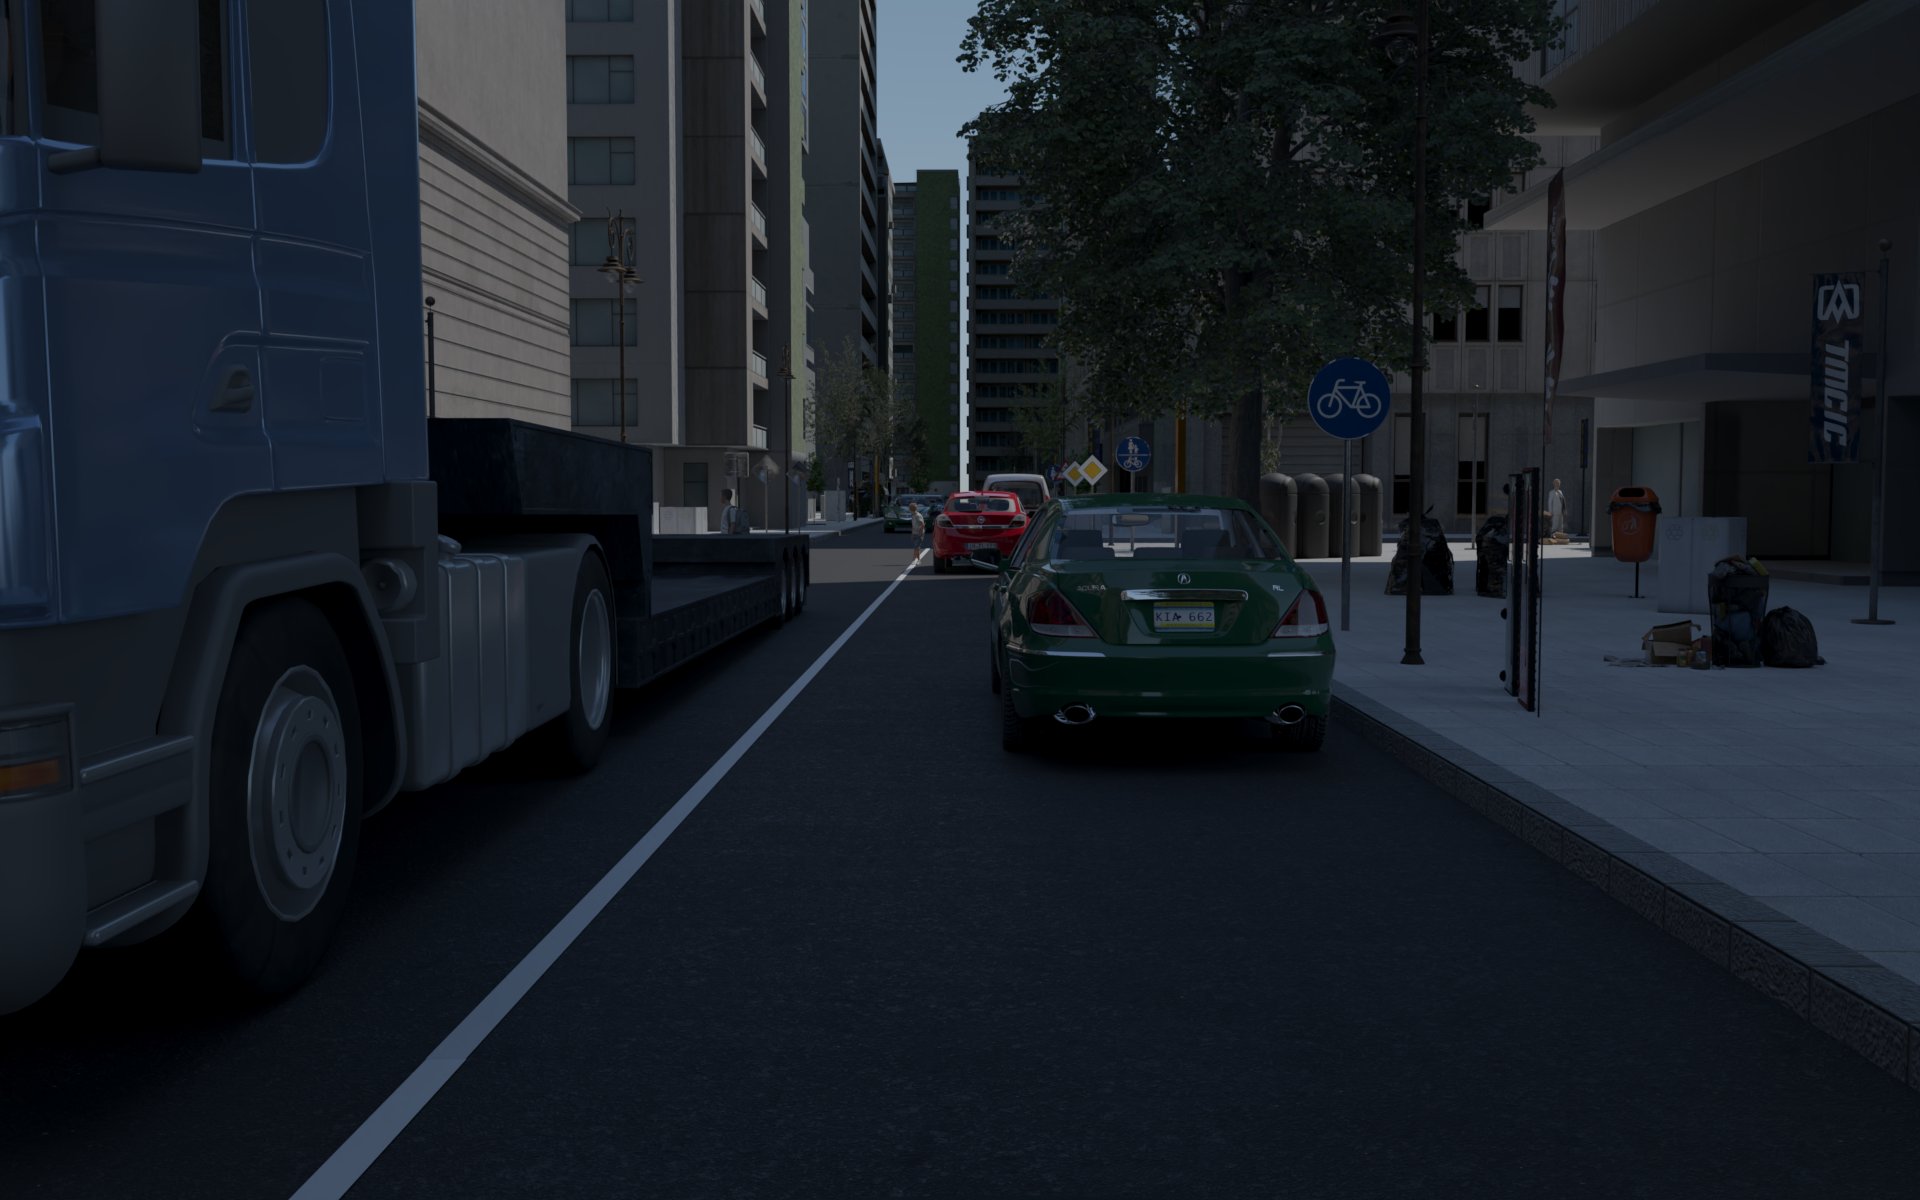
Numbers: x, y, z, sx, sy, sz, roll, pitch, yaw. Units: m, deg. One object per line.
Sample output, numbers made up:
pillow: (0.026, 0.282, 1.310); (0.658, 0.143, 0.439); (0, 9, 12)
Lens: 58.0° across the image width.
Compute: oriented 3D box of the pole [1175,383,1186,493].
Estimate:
pole: (3.998, -2.297, 31.391); (0.158, 3.312, 0.155); (0, 3, 0)

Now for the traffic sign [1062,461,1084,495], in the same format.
traffic sign: (3.455, -2.959, 52.029); (0.795, 2.450, 0.064); (0, 4, 1)

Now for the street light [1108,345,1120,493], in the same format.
street light: (3.751, -4.282, 42.800); (0.468, 5.910, 1.993); (0, 4, 1)

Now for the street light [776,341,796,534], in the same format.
street light: (-5.241, -4.864, 52.321); (0.468, 5.910, 1.993); (0, 4, 1)

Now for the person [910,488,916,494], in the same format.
person: (-3.011, -6.277, 111.102); (0.573, 1.828, 0.580); (-3, 5, -44)

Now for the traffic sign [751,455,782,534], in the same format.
traffic sign: (-4.931, -2.478, 44.161); (0.795, 2.450, 0.064); (0, 4, 1)

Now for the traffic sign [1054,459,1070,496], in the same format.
traffic sign: (3.957, -3.963, 64.798); (0.884, 2.594, 0.081); (0, 4, 8)

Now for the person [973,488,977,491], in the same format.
person: (0.673, -4.739, 86.818); (0.643, 1.720, 0.563); (2, 4, 32)

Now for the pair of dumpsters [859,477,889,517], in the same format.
pair of dumpsters: (-4.836, -5.759, 96.651); (1.574, 2.255, 4.437); (0, 4, 0)

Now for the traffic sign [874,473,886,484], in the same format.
traffic sign: (-4.795, -6.292, 102.975); (0.768, 2.556, 0.104); (0, 4, 5)

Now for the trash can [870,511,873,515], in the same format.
trash can: (-5.676, -5.929, 108.590); (0.748, 1.137, 0.748); (0, 3, 0)

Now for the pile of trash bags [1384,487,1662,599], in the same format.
pile of trash bags: (7.061, -0.746, 21.944); (3.447, 1.369, 1.912); (2, 4, 33)

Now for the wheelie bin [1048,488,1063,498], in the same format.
wheelie bin: (5.159, -5.225, 93.342); (0.693, 1.594, 0.980); (-3, 4, -38)

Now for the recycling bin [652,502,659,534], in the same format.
recycling bin: (-9.477, -2.415, 52.045); (0.722, 1.027, 0.722); (0, 4, 2)

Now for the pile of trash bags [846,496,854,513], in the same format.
pile of trash bags: (-6.536, -6.620, 117.995); (1.912, 1.369, 3.447); (-3, 5, -43)

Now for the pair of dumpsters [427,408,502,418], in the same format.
pair of dumpsters: (-5.740, -0.965, 18.269); (1.574, 2.255, 4.437); (0, 4, 1)

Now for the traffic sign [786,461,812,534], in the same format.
traffic sign: (-4.838, -2.967, 52.145); (0.795, 2.450, 0.064); (0, 4, 1)

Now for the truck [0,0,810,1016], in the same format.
truck: (-3.071, -1.355, 11.910); (2.967, 4.110, 18.799); (0, 3, 0)

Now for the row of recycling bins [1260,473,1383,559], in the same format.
row of recycling bins: (7.289, -1.702, 34.945); (3.534, 1.692, 1.069); (-3, 4, -39)

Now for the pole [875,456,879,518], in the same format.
pole: (-4.421, -6.032, 92.471); (0.158, 3.312, 0.155); (0, 3, 0)

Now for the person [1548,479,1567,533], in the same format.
person: (16.280, -2.390, 47.454); (0.818, 1.842, 0.514); (2, 4, 28)

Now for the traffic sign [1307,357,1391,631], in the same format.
traffic sign: (3.621, -0.984, 16.199); (0.768, 2.556, 0.104); (0, 4, 4)

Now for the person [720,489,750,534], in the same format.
person: (-3.331, -0.855, 25.079); (0.503, 1.515, 0.523); (3, 5, 43)

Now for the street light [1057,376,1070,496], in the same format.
street light: (4.070, -5.821, 67.959); (0.468, 5.910, 1.993); (0, 4, 1)

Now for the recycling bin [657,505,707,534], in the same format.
recycling bin: (-5.305, -1.269, 33.300); (0.722, 1.027, 0.722); (1, 4, 10)

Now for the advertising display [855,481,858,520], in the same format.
advertising display: (-5.125, -4.913, 85.546); (0.123, 1.923, 0.974); (0, 4, 1)

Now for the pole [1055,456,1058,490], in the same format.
pole: (5.081, -5.962, 91.320); (0.158, 3.312, 0.155); (0, 3, 0)

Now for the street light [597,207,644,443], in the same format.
street light: (-5.496, -3.391, 28.226); (0.468, 5.910, 1.993); (0, 4, 1)

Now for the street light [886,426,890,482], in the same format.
street light: (-4.576, -8.477, 111.379); (0.468, 5.910, 1.993); (0, 4, 1)

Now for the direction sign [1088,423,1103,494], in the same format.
direction sign: (4.278, -3.874, 55.330); (0.379, 3.537, 0.876); (-1, 4, -18)

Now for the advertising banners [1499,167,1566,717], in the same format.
advertising banners: (3.417, -0.867, 10.364); (0.090, 3.025, 2.074); (1, 4, 11)

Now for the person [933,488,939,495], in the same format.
person: (-1.397, -6.023, 107.319); (0.599, 1.781, 0.374); (1, 4, 18)

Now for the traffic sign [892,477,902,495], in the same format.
traffic sign: (-4.680, -7.727, 126.342); (0.884, 2.594, 0.081); (0, 4, 5)

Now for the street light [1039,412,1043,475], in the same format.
street light: (4.497, -7.612, 97.249); (0.468, 5.910, 1.993); (0, 4, 1)

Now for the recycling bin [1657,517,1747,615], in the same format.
recycling bin: (8.034, -0.379, 18.751); (0.722, 1.027, 0.722); (3, 5, 40)

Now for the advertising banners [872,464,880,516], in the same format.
advertising banners: (-4.973, -6.455, 101.729); (0.090, 3.025, 2.074); (1, 4, 12)

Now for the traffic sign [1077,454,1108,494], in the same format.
traffic sign: (3.362, -2.471, 44.044); (0.795, 2.450, 0.064); (0, 4, 1)

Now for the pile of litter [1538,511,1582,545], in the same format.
pile of litter: (14.932, -1.831, 43.903); (1.719, 0.858, 1.176); (1, 4, 12)

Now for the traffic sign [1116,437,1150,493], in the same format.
traffic sign: (3.852, -2.357, 38.642); (0.768, 2.556, 0.104); (0, 4, 2)

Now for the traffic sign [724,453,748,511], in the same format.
traffic sign: (-5.517, -2.479, 42.662); (0.606, 2.300, 0.079); (0, 4, 5)

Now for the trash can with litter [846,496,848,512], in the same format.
trash can with litter: (-8.011, -6.365, 115.452); (1.055, 1.170, 0.624); (2, 4, 33)

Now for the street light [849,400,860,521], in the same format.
street light: (-4.999, -6.685, 82.089); (0.468, 5.910, 1.993); (0, 4, 1)

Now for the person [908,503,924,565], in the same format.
person: (-0.877, -1.331, 34.945); (0.352, 1.250, 0.332); (1, 4, 8)

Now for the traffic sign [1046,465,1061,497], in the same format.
traffic sign: (4.163, -4.629, 75.784); (0.768, 2.556, 0.104); (0, 4, 5)

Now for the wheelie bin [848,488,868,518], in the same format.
wheelie bin: (-5.355, -5.228, 93.389); (0.980, 1.594, 0.693); (-3, 4, -38)

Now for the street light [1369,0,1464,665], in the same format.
street light: (3.420, -2.454, 12.912); (0.468, 5.910, 1.993); (0, 4, 1)

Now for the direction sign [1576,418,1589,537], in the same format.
direction sign: (18.840, -3.690, 52.325); (0.379, 3.537, 0.876); (1, 4, 8)

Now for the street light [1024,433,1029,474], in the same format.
street light: (4.871, -9.417, 126.759); (0.468, 5.910, 1.993); (0, 4, 1)

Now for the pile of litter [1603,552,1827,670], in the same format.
pile of litter: (5.720, 0.052, 13.117); (1.719, 0.858, 1.176); (1, 4, 10)
